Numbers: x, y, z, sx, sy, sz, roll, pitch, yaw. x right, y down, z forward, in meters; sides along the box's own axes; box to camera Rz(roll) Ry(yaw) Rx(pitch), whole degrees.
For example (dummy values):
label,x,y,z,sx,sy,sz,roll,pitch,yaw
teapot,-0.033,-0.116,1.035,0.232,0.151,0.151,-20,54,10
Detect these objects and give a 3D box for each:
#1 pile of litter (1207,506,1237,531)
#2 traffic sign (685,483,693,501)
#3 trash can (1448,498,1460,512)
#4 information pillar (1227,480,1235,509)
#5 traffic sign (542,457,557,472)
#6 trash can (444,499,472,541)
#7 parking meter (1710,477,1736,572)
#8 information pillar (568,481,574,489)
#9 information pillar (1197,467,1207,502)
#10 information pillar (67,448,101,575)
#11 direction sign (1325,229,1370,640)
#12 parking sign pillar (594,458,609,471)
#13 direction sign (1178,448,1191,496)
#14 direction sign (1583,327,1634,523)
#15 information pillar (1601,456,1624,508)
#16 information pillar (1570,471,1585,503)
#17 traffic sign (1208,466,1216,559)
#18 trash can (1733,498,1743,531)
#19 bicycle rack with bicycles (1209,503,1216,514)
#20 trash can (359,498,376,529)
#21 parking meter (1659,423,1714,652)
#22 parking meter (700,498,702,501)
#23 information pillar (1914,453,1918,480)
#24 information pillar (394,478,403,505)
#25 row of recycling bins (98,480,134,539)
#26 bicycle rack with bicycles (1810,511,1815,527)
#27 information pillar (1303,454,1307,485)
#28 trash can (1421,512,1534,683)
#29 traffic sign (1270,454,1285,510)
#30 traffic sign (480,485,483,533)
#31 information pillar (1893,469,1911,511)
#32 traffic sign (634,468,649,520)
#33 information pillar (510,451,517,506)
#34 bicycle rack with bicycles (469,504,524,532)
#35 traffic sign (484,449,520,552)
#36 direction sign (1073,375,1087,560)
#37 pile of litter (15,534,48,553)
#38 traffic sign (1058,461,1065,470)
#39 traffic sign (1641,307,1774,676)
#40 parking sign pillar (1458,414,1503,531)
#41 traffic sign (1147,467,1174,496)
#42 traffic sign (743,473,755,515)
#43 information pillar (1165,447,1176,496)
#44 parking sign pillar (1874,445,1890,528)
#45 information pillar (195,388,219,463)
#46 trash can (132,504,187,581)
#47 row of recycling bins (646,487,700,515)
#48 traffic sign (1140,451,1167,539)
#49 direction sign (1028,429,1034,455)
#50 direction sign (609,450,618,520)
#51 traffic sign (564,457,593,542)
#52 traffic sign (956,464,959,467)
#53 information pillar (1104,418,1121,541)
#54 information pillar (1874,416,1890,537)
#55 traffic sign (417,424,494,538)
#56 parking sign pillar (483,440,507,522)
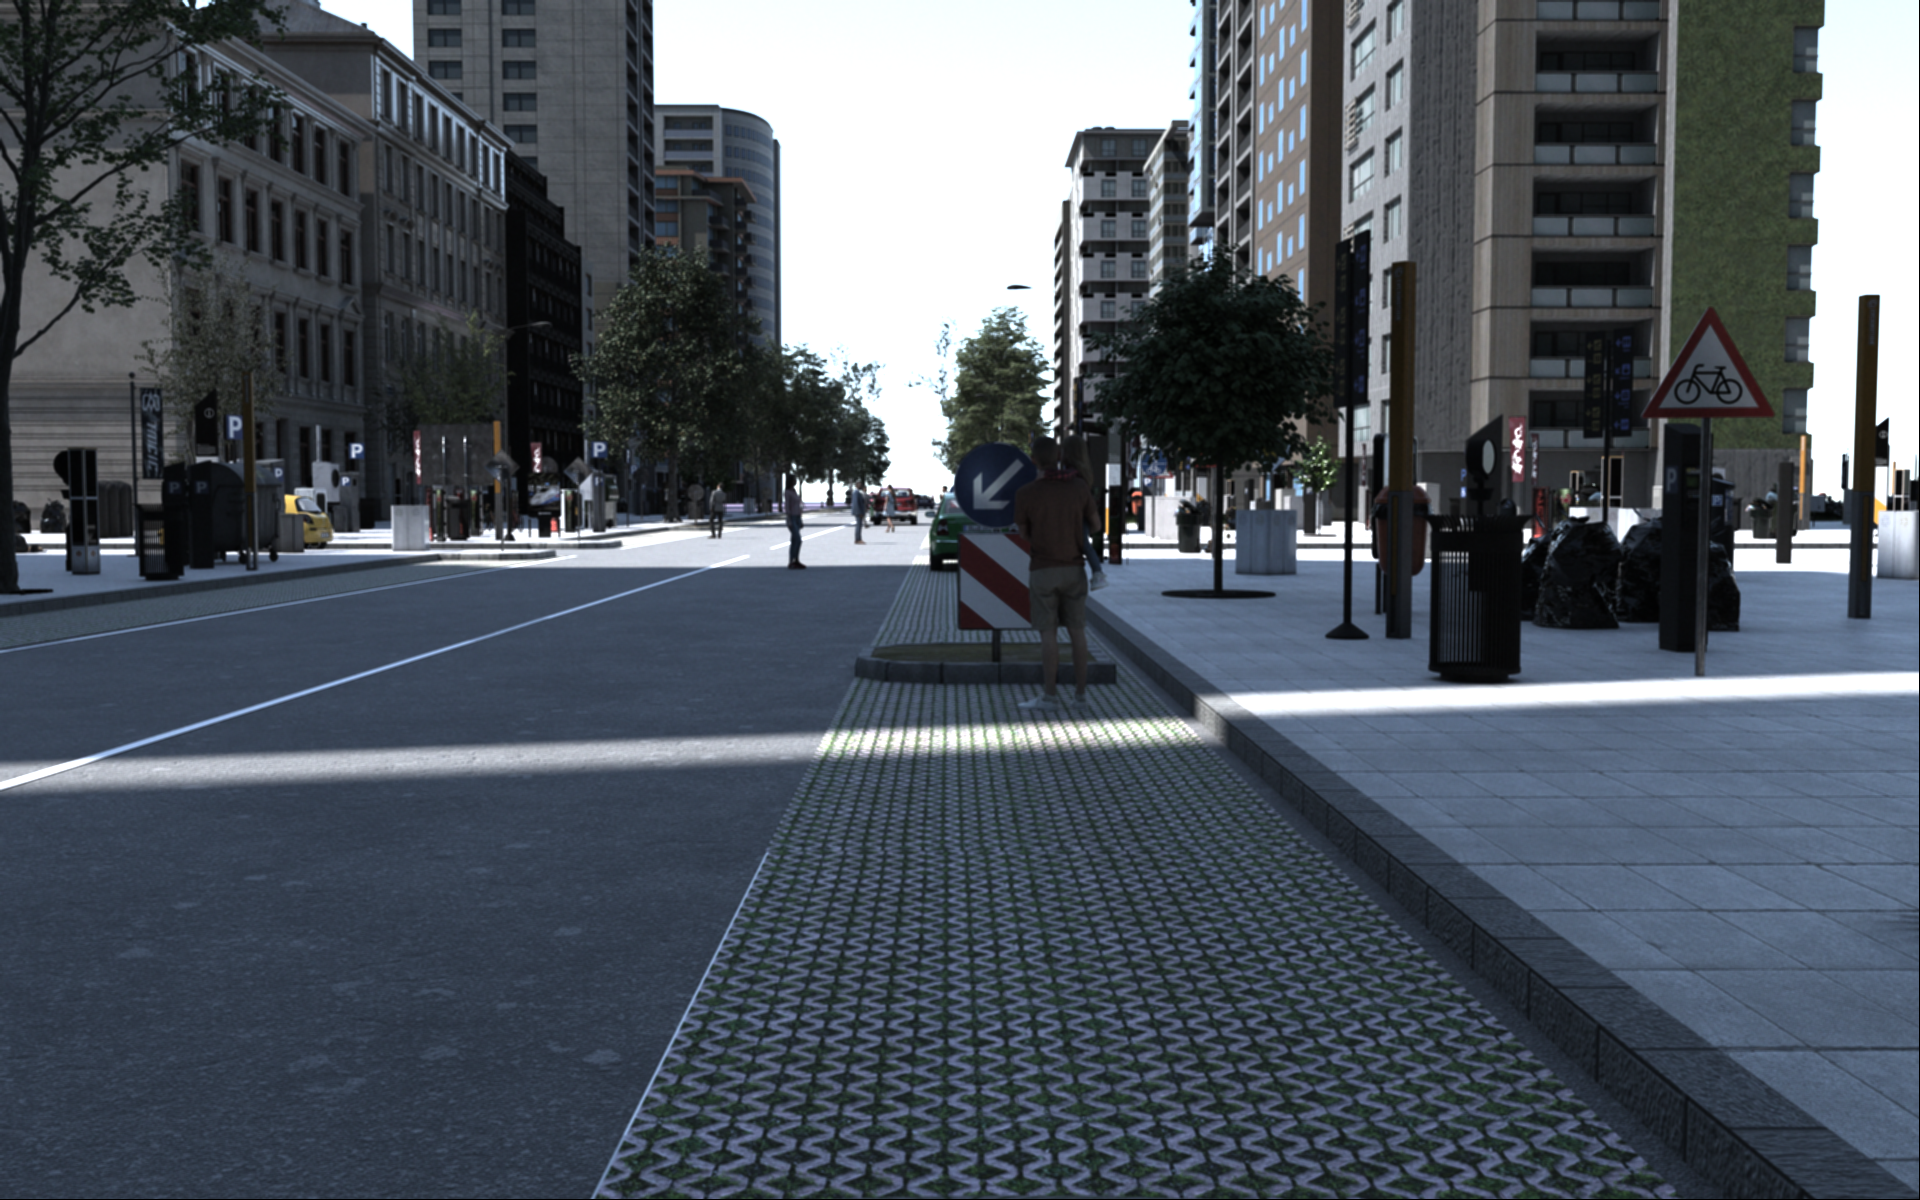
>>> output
label,x,y,z,sx,sy,sz,roll,pitch,yaw
pile of litter,9.355,-2.891,61.236,1.719,0.858,1.176,-3,4,-36
traffic sign,-14.733,-5.827,95.278,0.884,2.594,0.081,0,4,7
trash can,17.297,-2.960,60.046,0.748,1.137,0.748,0,3,0
information pillar,14.248,-5.293,91.033,0.304,2.012,0.304,-1,4,-22
traffic sign,-14.126,-3.610,59.133,0.768,2.556,0.104,0,4,2
trash can,-13.905,-2.223,47.997,0.748,1.137,0.748,0,3,0
parking meter,11.329,-1.062,25.781,0.372,1.533,0.369,0,3,0
information pillar,-21.819,-5.669,97.176,0.304,2.012,0.304,0,4,-3
information pillar,11.915,-5.738,85.168,0.504,3.616,0.183,-1,4,-10
information pillar,-13.969,-1.415,27.627,0.304,2.012,0.304,1,4,14
direction sign,3.454,-1.428,15.345,0.379,3.537,0.876,0,4,-5
parking sign pillar,-22.420,-7.366,108.902,1.447,3.967,1.447,2,4,28
direction sign,7.913,-4.229,61.148,0.379,3.537,0.876,-1,4,-22
direction sign,8.944,-1.955,23.958,0.379,3.537,0.876,-2,4,-23
information pillar,12.779,-1.803,33.964,0.304,2.012,0.304,0,4,-6
information pillar,19.901,-3.142,55.867,0.304,2.012,0.304,-2,4,-27
traffic sign,5.024,-2.099,34.315,0.884,2.594,0.081,0,4,5
trash can,26.783,-2.966,60.150,0.748,1.137,0.748,0,3,0
bicycle rack with bicycles,13.491,-5.151,97.600,2.925,0.926,2.852,-1,4,-9
trash can,-21.644,-3.146,63.088,0.748,1.137,0.748,0,3,0
parking meter,5.928,-0.516,14.143,0.255,1.863,0.399,0,4,-4
parking meter,-15.796,-6.006,106.607,0.372,1.533,0.369,0,3,0
information pillar,55.110,-6.638,99.888,0.183,3.616,0.504,3,4,36
information pillar,-25.831,-4.599,79.687,0.304,2.012,0.304,-1,4,-10
row of recycling bins,-25.250,-2.699,51.234,1.069,1.692,3.534,-1,4,-11
bicycle rack with bicycles,32.759,-3.402,69.010,2.852,0.926,2.925,1,4,16
information pillar,15.408,-5.259,77.339,0.183,3.616,0.504,0,4,-4
trash can,3.555,-0.018,11.941,0.748,1.137,0.748,0,3,0
traffic sign,5.259,-1.717,29.251,0.795,2.450,0.064,0,4,4
traffic sign,-15.330,-3.385,55.449,0.768,2.556,0.104,0,4,5
information pillar,27.419,-2.810,50.429,0.304,2.012,0.304,-2,4,-25
traffic sign,-15.607,-5.184,84.859,0.768,2.556,0.104,0,4,8
information pillar,-22.336,-5.802,86.219,0.504,3.616,0.183,-1,4,-13
bicycle rack with bicycles,-16.210,-2.784,58.906,2.852,0.926,2.925,-1,4,-23
traffic sign,-10.180,-2.132,38.494,0.795,2.450,0.064,0,4,0
direction sign,2.280,-2.538,33.489,0.379,3.537,0.876,0,4,-7
pile of litter,-20.938,-1.462,37.875,1.719,0.858,1.176,0,4,8
traffic sign,3.830,-3.997,65.458,0.768,2.556,0.104,0,4,1
traffic sign,5.216,-0.742,12.140,0.884,2.594,0.081,0,4,7
parking sign pillar,17.552,-4.272,58.326,1.447,3.967,1.447,-1,4,-12
traffic sign,6.740,-3.563,58.257,0.884,2.594,0.081,0,4,8
traffic sign,-12.733,-6.381,104.436,0.768,2.556,0.104,0,4,3
information pillar,9.506,-5.307,78.122,0.504,3.616,0.183,2,4,25
parking sign pillar,34.629,-4.712,65.516,1.447,3.967,1.447,0,4,2
information pillar,-16.620,-2.871,38.296,0.504,3.616,0.183,0,4,2
trash can,-11.919,-0.867,25.835,0.748,1.137,0.748,0,3,0
row of recycling bins,-18.291,-6.389,111.578,3.534,1.692,1.069,-3,5,-39
traffic sign,5.568,-3.042,49.836,0.768,2.556,0.104,0,4,6
direction sign,2.498,-4.214,60.896,0.379,3.537,0.876,0,4,-8
direction sign,-17.253,-5.769,86.316,0.379,3.537,0.876,-3,4,-39
traffic sign,-10.234,-2.620,46.479,0.795,2.450,0.064,0,4,0
traffic sign,0.314,-2.135,38.544,0.795,2.450,0.064,0,4,0
information pillar,4.209,-3.442,47.626,0.504,3.616,0.183,-3,4,-38
information pillar,27.644,-3.714,52.071,0.504,3.616,0.183,2,4,33
traffic sign,-14.657,-3.451,50.302,2.265,3.308,0.079,0,4,6
parking sign pillar,-21.078,-5.542,79.090,1.447,3.967,1.447,1,4,11
